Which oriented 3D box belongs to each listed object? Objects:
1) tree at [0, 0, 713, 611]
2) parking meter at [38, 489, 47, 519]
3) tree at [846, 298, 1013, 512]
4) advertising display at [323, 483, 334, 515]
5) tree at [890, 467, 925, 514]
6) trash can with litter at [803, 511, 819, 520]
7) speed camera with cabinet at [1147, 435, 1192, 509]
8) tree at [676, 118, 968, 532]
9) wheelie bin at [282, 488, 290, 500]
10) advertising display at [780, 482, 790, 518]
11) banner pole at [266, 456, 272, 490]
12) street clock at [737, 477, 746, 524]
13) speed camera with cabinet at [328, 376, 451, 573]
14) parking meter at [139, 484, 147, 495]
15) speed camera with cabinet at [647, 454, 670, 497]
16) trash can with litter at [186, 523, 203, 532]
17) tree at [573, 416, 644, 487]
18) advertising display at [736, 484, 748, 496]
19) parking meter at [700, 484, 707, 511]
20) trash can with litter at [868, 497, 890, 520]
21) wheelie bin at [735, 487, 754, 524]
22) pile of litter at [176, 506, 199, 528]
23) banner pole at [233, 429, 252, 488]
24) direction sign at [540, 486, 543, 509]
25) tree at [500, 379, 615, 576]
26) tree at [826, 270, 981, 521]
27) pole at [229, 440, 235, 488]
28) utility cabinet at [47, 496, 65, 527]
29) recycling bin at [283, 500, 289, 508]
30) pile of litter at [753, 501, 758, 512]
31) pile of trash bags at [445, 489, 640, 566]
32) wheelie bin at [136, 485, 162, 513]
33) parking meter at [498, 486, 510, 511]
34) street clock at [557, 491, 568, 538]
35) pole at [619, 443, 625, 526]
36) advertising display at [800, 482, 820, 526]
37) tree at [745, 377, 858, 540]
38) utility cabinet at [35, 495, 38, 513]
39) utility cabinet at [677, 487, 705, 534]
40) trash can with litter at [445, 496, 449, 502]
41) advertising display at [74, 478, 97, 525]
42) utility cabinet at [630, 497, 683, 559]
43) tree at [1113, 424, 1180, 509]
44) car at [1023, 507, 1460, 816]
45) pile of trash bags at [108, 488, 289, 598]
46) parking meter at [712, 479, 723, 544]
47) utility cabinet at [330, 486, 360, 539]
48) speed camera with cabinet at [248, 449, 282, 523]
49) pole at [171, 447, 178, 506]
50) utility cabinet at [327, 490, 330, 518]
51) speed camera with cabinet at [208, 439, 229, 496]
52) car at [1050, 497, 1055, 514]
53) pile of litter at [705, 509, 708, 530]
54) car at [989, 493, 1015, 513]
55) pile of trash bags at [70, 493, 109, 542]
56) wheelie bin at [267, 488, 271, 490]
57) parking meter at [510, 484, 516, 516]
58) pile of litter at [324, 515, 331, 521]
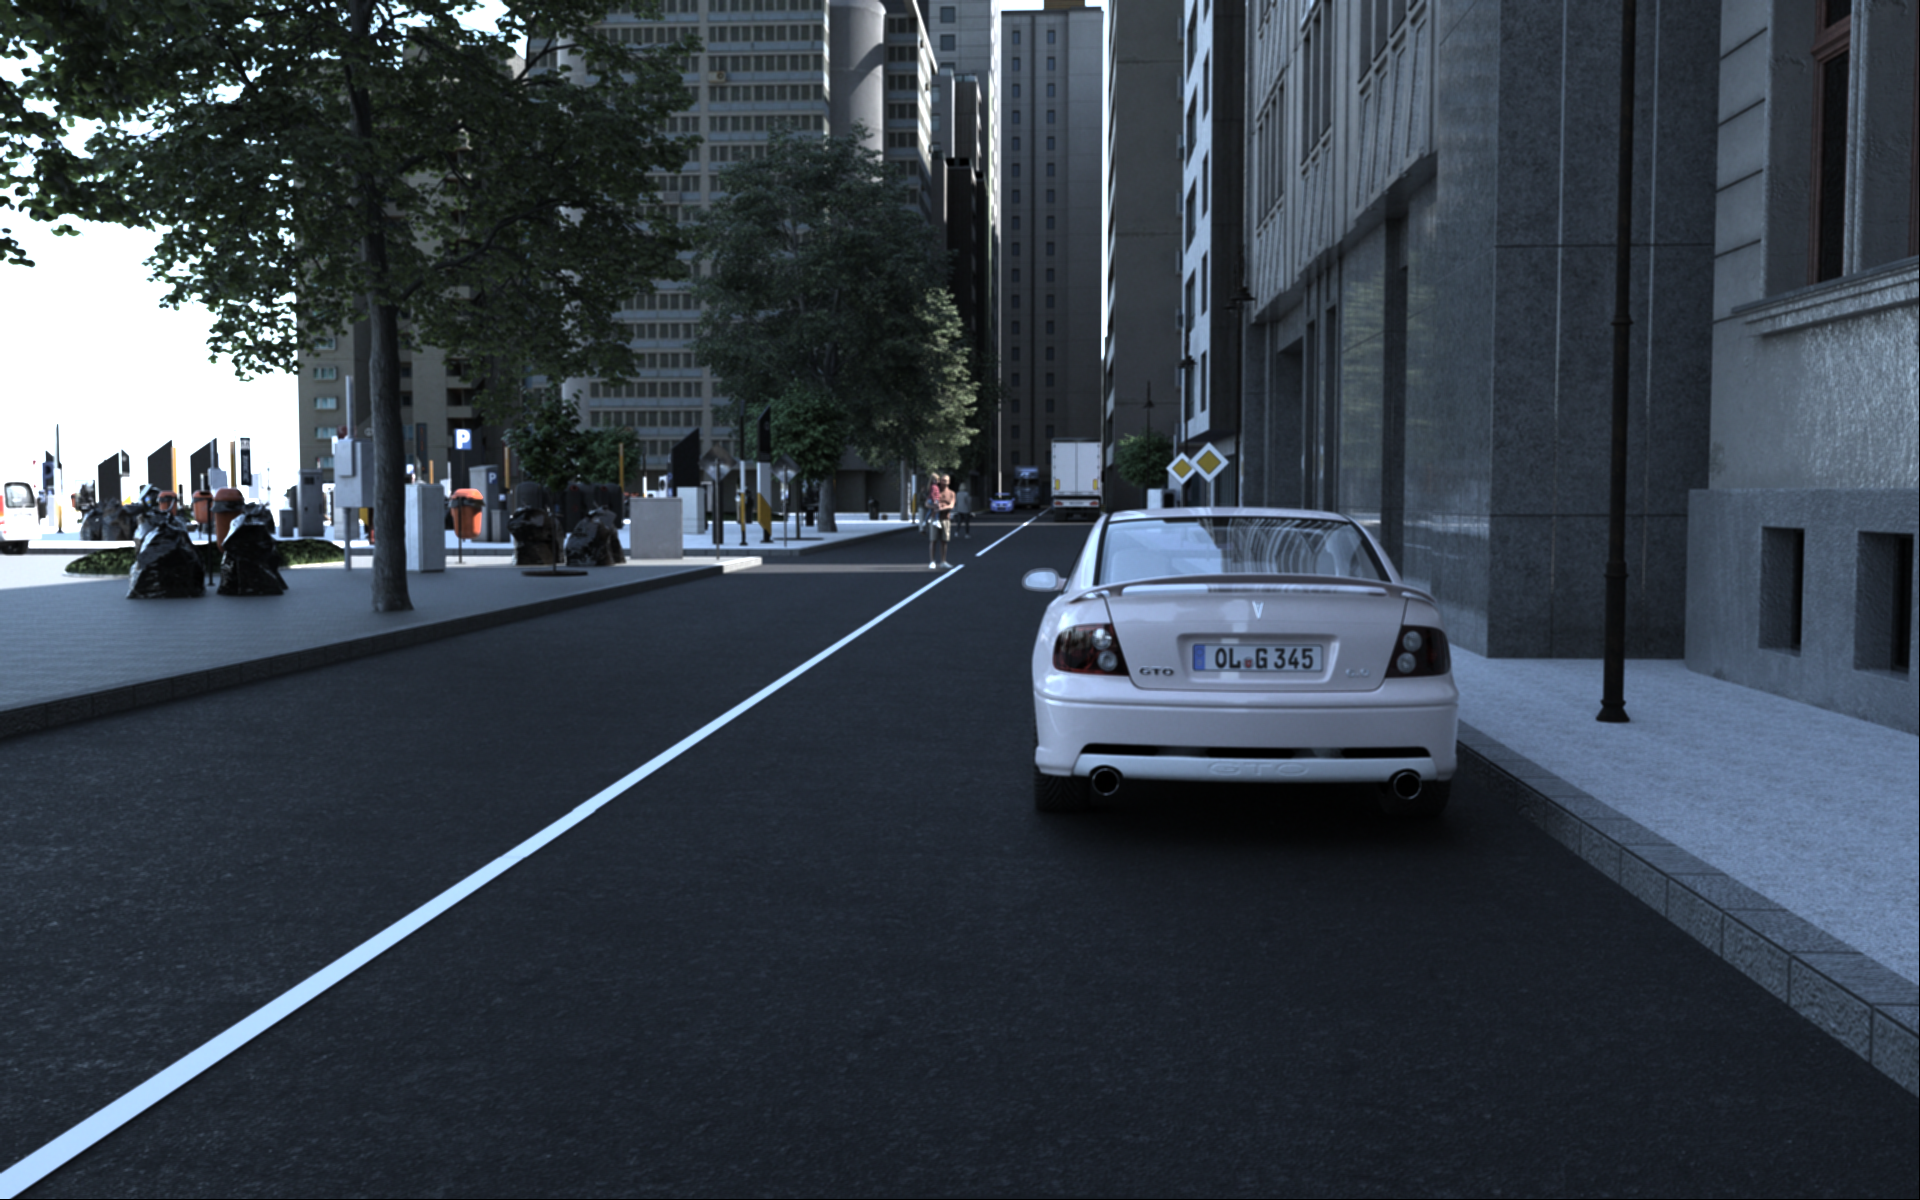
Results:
[{"bbox_3d":[-6.744,-6.160,18.835,7.486,12.596,7.792,0,3,0],"label":"tree"},{"bbox_3d":[-47.283,-4.942,89.209,0.372,1.533,0.369,0,3,0],"label":"parking meter"},{"bbox_3d":[-1.761,-11.192,99.992,9.611,12.733,9.660,0,3,0],"label":"tree"},{"bbox_3d":[-37.535,-5.985,103.068,0.123,1.923,0.974,2,4,33],"label":"advertising display"},{"bbox_3d":[-3.201,-9.823,110.970,4.360,8.622,3.978,0,3,0],"label":"tree"},{"bbox_3d":[-7.521,-4.709,88.051,1.678,1.210,2.233,2,4,34],"label":"trash can with litter"},{"bbox_3d":[6.964,-3.858,57.407,0.660,3.252,2.038,3,4,36],"label":"speed camera with cabinet"},{"bbox_3d":[-4.573,-9.244,57.799,9.857,13.997,8.962,0,3,0],"label":"tree"},{"bbox_3d":[-36.318,-5.274,94.138,0.980,1.594,0.693,-2,4,-26],"label":"wheelie bin"},{"bbox_3d":[-9.463,-5.419,93.822,0.123,1.923,0.974,-2,4,-31],"label":"advertising display"},{"bbox_3d":[-45.135,-7.536,113.225,0.401,3.779,0.863,0,4,3],"label":"banner pole"},{"bbox_3d":[-9.346,-4.252,74.089,0.358,2.002,0.471,-1,4,-23],"label":"street clock"},{"bbox_3d":[-9.515,-2.112,28.870,2.038,3.252,0.660,2,4,30],"label":"speed camera with cabinet"},{"bbox_3d":[-45.359,-5.532,96.154,0.255,1.863,0.399,1,4,18],"label":"parking meter"},{"bbox_3d":[-14.884,-5.615,86.149,0.660,3.252,2.038,-3,4,-37],"label":"speed camera with cabinet"},{"bbox_3d":[-25.755,-2.888,58.603,1.055,1.170,0.624,-3,5,-40],"label":"trash can with litter"},{"bbox_3d":[-14.848,-5.468,73.115,4.285,4.588,4.351,0,3,0],"label":"tree"},{"bbox_3d":[-13.350,-6.169,106.080,0.974,1.923,0.123,3,5,44],"label":"advertising display"},{"bbox_3d":[-15.074,-5.876,101.784,0.255,1.863,0.399,2,4,32],"label":"parking meter"},{"bbox_3d":[-4.001,-4.533,85.496,1.055,1.170,0.624,0,4,-1],"label":"trash can with litter"},{"bbox_3d":[-9.372,-4.132,75.465,0.693,1.594,0.980,-2,4,-30],"label":"wheelie bin"},{"bbox_3d":[-29.290,-3.135,65.225,1.719,0.858,1.176,2,4,31],"label":"pile of litter"},{"bbox_3d":[-27.580,-4.679,66.525,0.401,3.779,0.863,3,5,41],"label":"banner pole"},{"bbox_3d":[-10.455,-3.134,43.235,0.379,3.537,0.876,0,4,-8],"label":"direction sign"},{"bbox_3d":[-6.297,-2.006,27.397,1.663,3.219,1.824,0,3,0],"label":"tree"},{"bbox_3d":[-3.049,-10.058,82.582,7.486,12.596,7.792,0,3,0],"label":"tree"},{"bbox_3d":[-27.687,-4.408,65.919,0.158,3.312,0.155,0,3,0],"label":"pole"},{"bbox_3d":[-35.098,-3.431,67.266,0.306,1.237,1.020,0,4,-7],"label":"utility cabinet"},{"bbox_3d":[-30.345,-4.056,78.866,0.722,1.027,0.722,0,4,-6],"label":"recycling bin"},{"bbox_3d":[-13.957,-6.223,115.705,1.719,0.858,1.176,1,4,10],"label":"pile of litter"},{"bbox_3d":[-7.819,-1.351,31.844,3.447,1.369,1.912,1,4,15],"label":"pile of trash bags"},{"bbox_3d":[-26.781,-3.019,57.264,0.693,1.594,0.980,-3,5,-40],"label":"wheelie bin"},{"bbox_3d":[-12.771,-2.447,48.412,0.372,1.533,0.369,0,3,0],"label":"parking meter"},{"bbox_3d":[-11.501,-2.780,50.018,0.358,2.002,0.471,1,4,10],"label":"street clock"},{"bbox_3d":[-13.468,-4.595,68.976,0.158,3.312,0.155,0,3,0],"label":"pole"},{"bbox_3d":[-5.969,-3.890,68.815,0.123,1.923,0.974,3,5,43],"label":"advertising display"},{"bbox_3d":[-4.489,-3.976,48.716,4.285,4.588,4.351,0,3,0],"label":"tree"},{"bbox_3d":[-56.923,-5.799,105.973,1.020,1.237,0.306,-3,5,-41],"label":"utility cabinet"},{"bbox_3d":[-8.625,-2.870,55.596,0.318,1.500,1.173,-3,5,-41],"label":"utility cabinet"},{"bbox_3d":[-20.022,-3.404,66.718,1.678,1.210,2.233,0,4,-3],"label":"trash can with litter"},{"bbox_3d":[-36.267,-4.075,71.834,0.974,1.923,0.123,1,4,14],"label":"advertising display"},{"bbox_3d":[-6.000,-1.411,34.224,1.020,1.237,0.306,-1,4,-9],"label":"utility cabinet"},{"bbox_3d":[8.807,-5.953,81.039,4.285,4.588,4.351,0,3,0],"label":"tree"},{"bbox_3d":[1.350,0.197,9.141,2.083,1.381,4.827,0,4,4],"label":"car"},{"bbox_3d":[-9.902,-0.811,23.016,1.912,1.369,3.447,-1,4,-16],"label":"pile of trash bags"},{"bbox_3d":[-6.209,-2.364,44.370,0.255,1.863,0.399,-1,4,-12],"label":"parking meter"},{"bbox_3d":[-17.230,-2.446,48.677,0.318,1.500,1.173,0,4,2],"label":"utility cabinet"},{"bbox_3d":[-30.479,-4.990,75.921,0.660,3.252,2.038,0,4,5],"label":"speed camera with cabinet"},{"bbox_3d":[-33.793,-4.937,74.561,0.158,3.312,0.155,0,3,0],"label":"pole"},{"bbox_3d":[-33.177,-5.101,92.079,1.173,1.500,0.318,3,4,38],"label":"utility cabinet"},{"bbox_3d":[-26.319,-4.117,61.651,0.660,3.252,2.038,-2,4,-27],"label":"speed camera with cabinet"},{"bbox_3d":[7.627,-7.106,128.192,2.014,1.417,4.499,0,4,3],"label":"car"},{"bbox_3d":[-9.478,-2.910,61.547,1.176,0.858,1.719,1,4,10],"label":"pile of litter"},{"bbox_3d":[3.180,-7.328,129.397,1.945,1.707,3.694,0,4,4],"label":"car"},{"bbox_3d":[-22.394,-2.339,47.991,1.912,1.369,3.447,3,5,44],"label":"pile of trash bags"},{"bbox_3d":[-34.670,-4.818,86.683,0.693,1.594,0.980,1,4,12],"label":"wheelie bin"},{"bbox_3d":[-26.109,-5.843,101.237,0.255,1.863,0.399,-3,4,-37],"label":"parking meter"},{"bbox_3d":[-30.043,-4.146,81.755,1.176,0.858,1.719,-1,4,-18],"label":"pile of litter"}]
